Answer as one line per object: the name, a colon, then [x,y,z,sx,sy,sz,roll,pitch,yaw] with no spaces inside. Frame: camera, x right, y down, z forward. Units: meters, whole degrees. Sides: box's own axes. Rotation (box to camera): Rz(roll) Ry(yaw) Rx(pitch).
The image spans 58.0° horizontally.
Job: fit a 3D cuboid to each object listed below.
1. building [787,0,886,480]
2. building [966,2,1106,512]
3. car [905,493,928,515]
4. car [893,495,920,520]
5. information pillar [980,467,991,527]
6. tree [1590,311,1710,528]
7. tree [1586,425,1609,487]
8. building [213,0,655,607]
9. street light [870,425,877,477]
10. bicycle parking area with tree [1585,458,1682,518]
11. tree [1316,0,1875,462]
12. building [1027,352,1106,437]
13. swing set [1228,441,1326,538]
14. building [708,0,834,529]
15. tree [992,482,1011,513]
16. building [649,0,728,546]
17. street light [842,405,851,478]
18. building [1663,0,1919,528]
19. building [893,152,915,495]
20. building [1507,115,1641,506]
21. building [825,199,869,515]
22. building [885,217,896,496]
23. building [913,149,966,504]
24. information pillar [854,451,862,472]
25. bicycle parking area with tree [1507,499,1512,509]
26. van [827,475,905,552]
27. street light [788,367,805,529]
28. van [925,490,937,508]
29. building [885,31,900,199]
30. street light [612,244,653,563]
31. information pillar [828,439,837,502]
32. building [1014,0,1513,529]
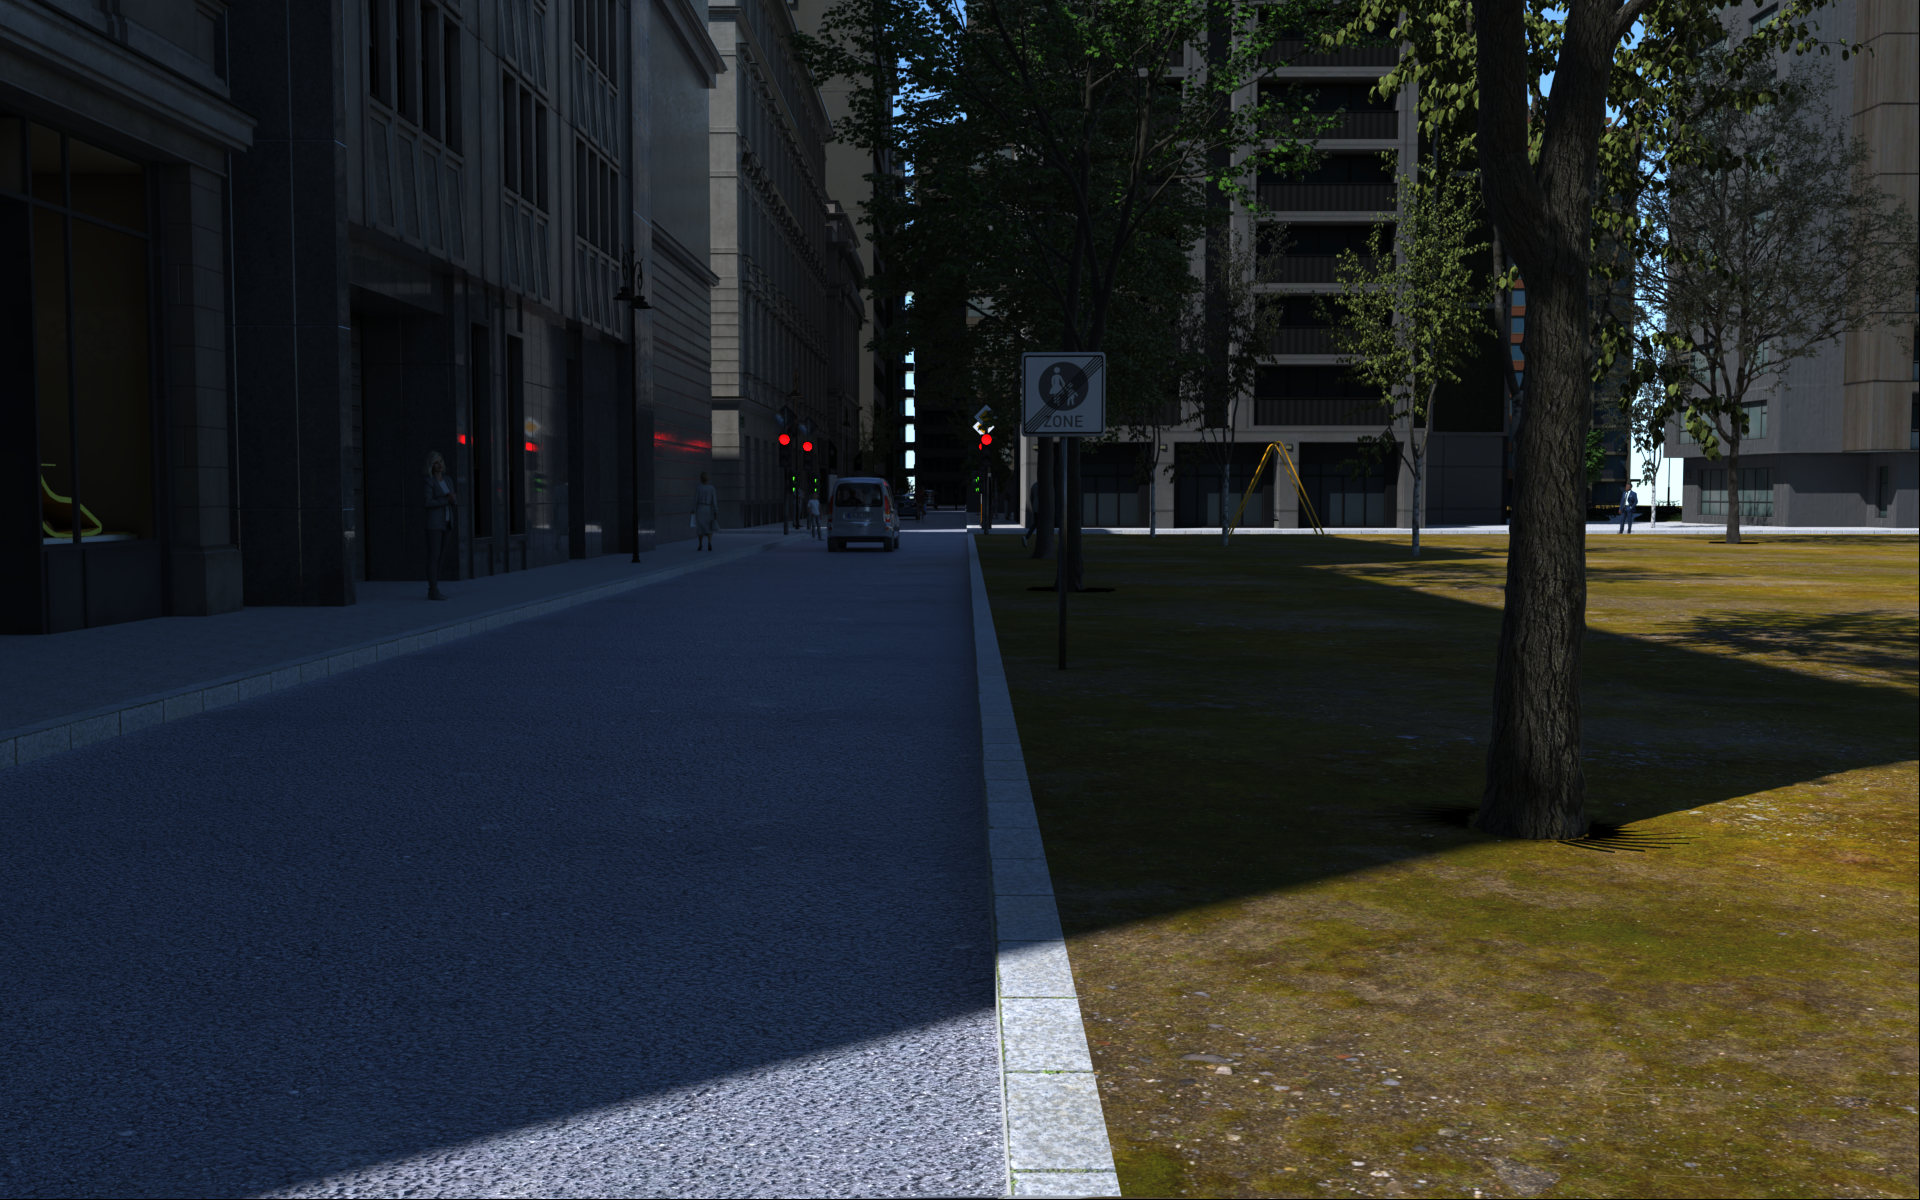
building: [-17.531,-32.064,147.952,21.300,48.544,21.600,0,4,0]
building: [7.484,-27.071,126.209,14.154,41.232,14.086,0,4,0]
car: [-3.214,-6.745,119.878,1.945,1.707,3.694,0,4,0]
car: [-3.105,-5.220,97.351,2.014,1.417,4.499,0,4,-1]
information pillar: [1.018,-4.705,68.288,0.504,3.616,0.183,-3,5,-44]
tree: [26.090,-7.047,65.583,4.360,8.622,3.978,0,3,0]
tree: [25.874,-5.484,73.378,4.285,4.588,4.351,0,3,0]
building: [-12.994,-12.899,28.921,12.078,24.808,19.932,0,4,0]
street light: [-5.778,-8.742,115.720,0.468,5.910,1.993,0,4,0]
bicycle parking area with tree: [36.504,-6.644,95.624,8.231,4.147,9.016,1,4,15]
tree: [4.351,-3.820,12.827,4.737,8.622,4.395,0,3,0]
building: [15.010,-33.919,96.567,21.231,58.520,28.212,0,4,0]
swing set: [9.558,-3.358,52.521,2.862,2.851,3.119,0,4,7]
building: [-15.935,-18.830,84.279,17.030,29.872,44.131,0,4,0]
tree: [2.721,-7.455,116.494,1.663,3.219,1.824,0,3,0]
building: [-19.119,-12.521,46.522,24.055,21.916,13.314,0,4,0]
street light: [-5.850,-7.143,89.570,0.468,5.910,1.993,0,4,0]
building: [38.123,-23.579,69.106,14.086,41.232,14.154,0,4,0]
building: [-21.322,-37.540,233.384,30.456,49.044,23.786,0,4,0]
building: [63.629,-33.417,200.996,28.867,44.769,22.147,0,4,0]
building: [-13.462,-16.942,118.801,13.314,21.916,24.055,0,4,0]
building: [-13.528,-24.135,166.314,14.160,30.474,14.107,0,4,0]
building: [4.703,-37.213,232.131,21.600,48.544,21.300,0,4,0]
information pillar: [-5.520,-6.280,94.026,0.504,3.616,0.183,2,4,31]
bicycle parking area with tree: [38.610,-7.937,116.768,8.231,4.147,9.016,1,4,10]
van: [-2.448,-2.289,44.430,2.013,2.044,4.112,0,4,1]
street light: [-5.930,-5.513,62.918,0.468,5.910,1.993,0,4,0]
van: [-3.262,-10.548,179.474,2.013,2.044,4.112,0,4,2]
building: [-21.091,-37.216,197.712,27.495,52.752,28.713,0,4,0]
street light: [-6.064,-3.635,32.227,0.468,5.910,1.993,0,4,0]
information pillar: [-5.443,-5.056,74.021,0.183,3.616,0.504,3,4,36]
building: [12.786,-38.787,72.426,20.611,71.187,20.563,0,4,0]
